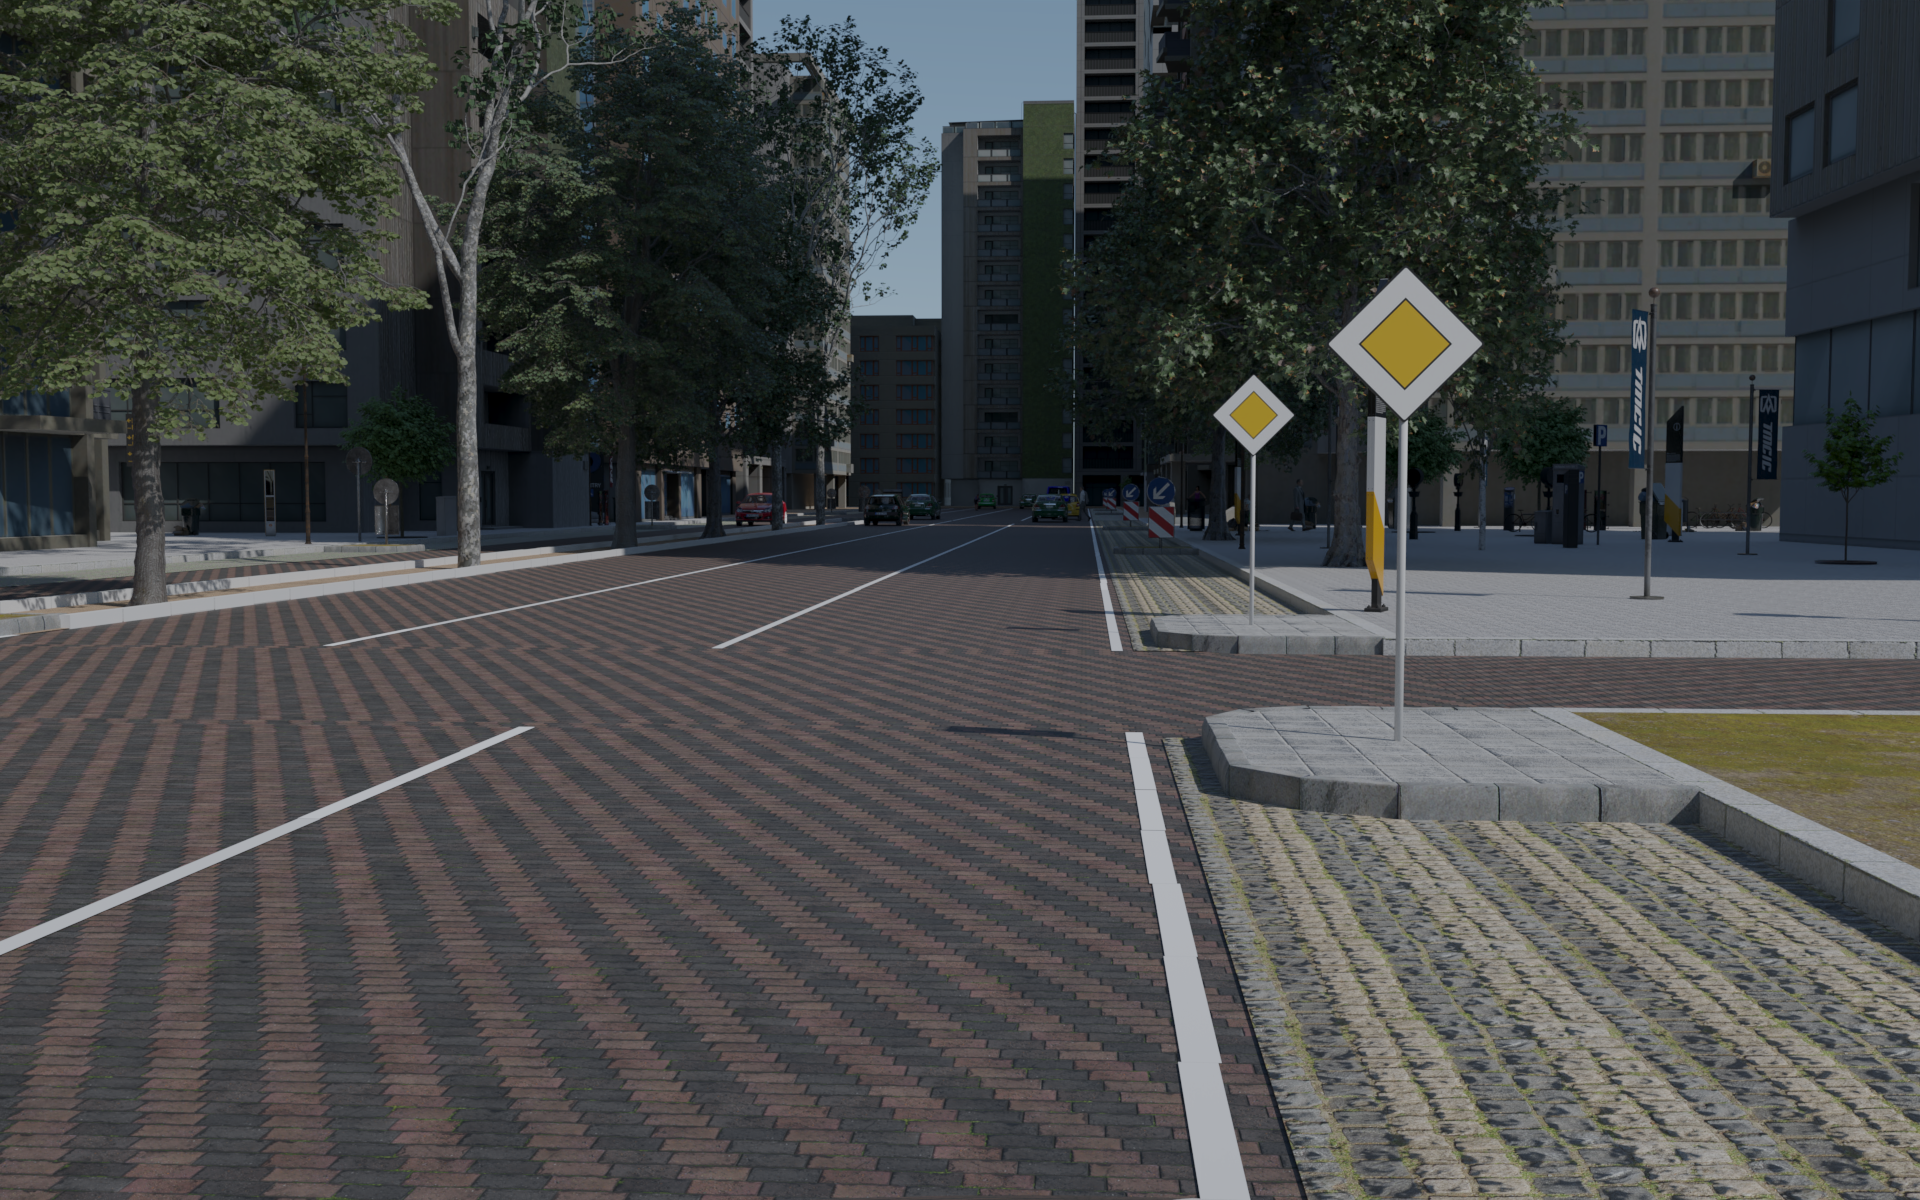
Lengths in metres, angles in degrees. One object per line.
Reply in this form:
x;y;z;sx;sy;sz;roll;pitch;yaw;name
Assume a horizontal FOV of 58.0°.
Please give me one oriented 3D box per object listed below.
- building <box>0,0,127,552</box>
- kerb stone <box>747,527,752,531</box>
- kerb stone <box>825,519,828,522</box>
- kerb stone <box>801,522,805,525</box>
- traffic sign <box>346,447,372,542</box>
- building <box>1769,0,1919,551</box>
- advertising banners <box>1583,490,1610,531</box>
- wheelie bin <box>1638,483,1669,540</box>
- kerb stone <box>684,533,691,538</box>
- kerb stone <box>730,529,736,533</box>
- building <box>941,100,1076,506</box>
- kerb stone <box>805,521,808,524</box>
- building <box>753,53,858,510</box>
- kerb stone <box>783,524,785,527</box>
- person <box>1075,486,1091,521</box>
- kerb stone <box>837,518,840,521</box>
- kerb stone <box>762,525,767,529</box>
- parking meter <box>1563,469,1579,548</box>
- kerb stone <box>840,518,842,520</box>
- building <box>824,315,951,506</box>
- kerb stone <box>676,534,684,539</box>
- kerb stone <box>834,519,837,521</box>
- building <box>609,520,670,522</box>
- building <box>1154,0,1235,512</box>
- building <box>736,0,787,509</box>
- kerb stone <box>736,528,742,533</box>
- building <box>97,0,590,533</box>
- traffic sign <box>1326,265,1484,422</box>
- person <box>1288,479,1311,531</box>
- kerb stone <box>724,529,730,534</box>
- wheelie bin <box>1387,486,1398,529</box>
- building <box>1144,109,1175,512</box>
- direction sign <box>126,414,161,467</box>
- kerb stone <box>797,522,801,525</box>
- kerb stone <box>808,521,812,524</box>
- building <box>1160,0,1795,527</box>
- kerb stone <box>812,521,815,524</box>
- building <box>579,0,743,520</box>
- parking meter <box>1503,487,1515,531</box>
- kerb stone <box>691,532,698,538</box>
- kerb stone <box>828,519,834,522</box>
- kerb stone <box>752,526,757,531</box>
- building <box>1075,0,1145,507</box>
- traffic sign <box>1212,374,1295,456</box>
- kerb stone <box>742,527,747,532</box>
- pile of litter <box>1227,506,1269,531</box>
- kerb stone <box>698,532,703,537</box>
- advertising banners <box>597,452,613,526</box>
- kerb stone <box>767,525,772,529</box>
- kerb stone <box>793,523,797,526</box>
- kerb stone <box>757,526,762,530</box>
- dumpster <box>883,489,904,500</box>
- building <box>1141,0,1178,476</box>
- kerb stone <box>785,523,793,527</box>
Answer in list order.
-31.182;-23.153;33.181;22.147;44.769;28.867;0;4;4;building
-8.176;-2.682;66.045;0.120;0.150;1.000;0;4;4;kerb stone
-6.780;-3.870;85.471;0.120;0.150;1.000;0;4;4;kerb stone
-7.282;-3.433;78.323;0.120;0.150;1.000;0;4;4;kerb stone
-16.222;-2.852;46.743;0.768;2.556;0.104;1;4;10;traffic sign
33.573;-27.016;30.951;27.495;52.752;28.713;0;4;4;building
22.084;-3.998;61.562;0.090;3.025;2.074;-3;5;-43;advertising banners
19.626;-2.516;49.040;0.980;1.594;0.693;-2;4;-34;wheelie bin
-8.915;-2.056;55.806;0.120;0.150;1.000;0;4;4;kerb stone
-8.399;-2.494;62.972;0.120;0.150;1.000;0;4;4;kerb stone
5.220;-30.595;183.816;14.086;41.232;14.154;0;4;4;building
-7.215;-3.495;79.343;0.120;0.150;1.000;0;4;4;kerb stone
-22.023;-28.174;152.530;23.993;40.220;32.217;0;4;4;building
-7.659;-3.120;73.214;0.120;0.150;1.000;0;4;4;kerb stone
6.512;-5.061;91.344;0.850;1.850;0.679;2;4;23;person
-6.467;-4.120;89.557;0.120;0.150;1.000;0;4;4;kerb stone
-7.955;-2.869;69.111;0.120;0.150;1.000;0;4;4;kerb stone
14.526;-2.169;41.180;0.255;1.863;0.399;0;4;1;parking meter
-6.406;-4.181;90.577;0.120;0.150;1.000;0;4;4;kerb stone
-16.028;-21.254;192.535;28.899;21.520;27.650;0;4;4;building
-8.989;-1.991;54.786;0.120;0.150;1.000;0;4;4;kerb stone
-6.544;-4.058;88.537;0.120;0.150;1.000;0;4;4;kerb stone
-20.701;-26.543;84.088;14.600;45.320;14.200;0;4;4;building
23.607;-27.762;108.536;22.147;44.769;28.867;0;4;4;building
-22.917;-41.580;118.082;20.563;71.187;20.611;0;4;4;building
-8.320;-2.557;63.996;0.120;0.150;1.000;0;4;4;kerb stone
-22.413;-17.786;62.495;14.160;30.474;14.107;0;4;4;building
2.295;-0.411;8.905;0.795;2.593;0.064;0;4;4;traffic sign
11.735;-3.284;59.843;0.767;1.812;0.694;2;4;28;person
-8.472;-2.431;61.944;0.120;0.150;1.000;0;4;4;kerb stone
16.183;-3.428;63.954;0.693;1.594;0.980;0;4;-7;wheelie bin
20.974;-21.955;130.665;14.160;30.474;14.107;0;4;4;building
-23.063;-3.484;48.966;0.876;3.537;0.379;-1;4;-14;direction sign
-7.358;-3.369;77.300;0.120;0.150;1.000;0;4;4;kerb stone
-7.138;-3.555;80.365;0.120;0.150;1.000;0;4;4;kerb stone
25.434;-23.572;77.279;32.217;40.220;23.993;0;4;4;building
-7.069;-3.620;81.384;0.120;0.150;1.000;0;4;4;kerb stone
-21.041;-27.575;100.965;14.600;45.320;14.200;0;4;4;building
19.283;-3.205;60.812;0.372;1.533;0.369;0;3;0;parking meter
-8.842;-2.116;56.826;0.120;0.150;1.000;0;4;4;kerb stone
-6.621;-3.995;87.518;0.120;0.150;1.000;0;4;4;kerb stone
-8.098;-2.744;67.064;0.120;0.150;1.000;0;4;4;kerb stone
22.729;-45.639;184.447;20.611;71.187;20.563;0;4;4;building
2.870;-0.898;16.869;0.795;2.593;0.064;0;4;4;traffic sign
-8.251;-2.618;65.026;0.120;0.150;1.000;0;4;4;kerb stone
9.890;-2.817;60.019;1.719;0.858;1.176;1;4;15;pile of litter
-8.768;-2.176;57.849;0.120;0.150;1.000;0;4;4;kerb stone
-14.505;-4.572;70.944;0.090;3.025;2.074;0;4;6;advertising banners
-7.880;-2.932;70.134;0.120;0.150;1.000;0;4;4;kerb stone
-7.436;-3.306;76.281;0.120;0.150;1.000;0;4;4;kerb stone
-8.026;-2.807;68.091;0.120;0.150;1.000;0;4;4;kerb stone
-6.210;-9.326;160.694;1.865;1.857;1.264;0;4;3;dumpster
29.792;-34.362;151.054;28.713;52.752;27.495;0;4;4;building
-7.510;-3.244;75.261;0.120;0.150;1.000;0;4;4;kerb stone
